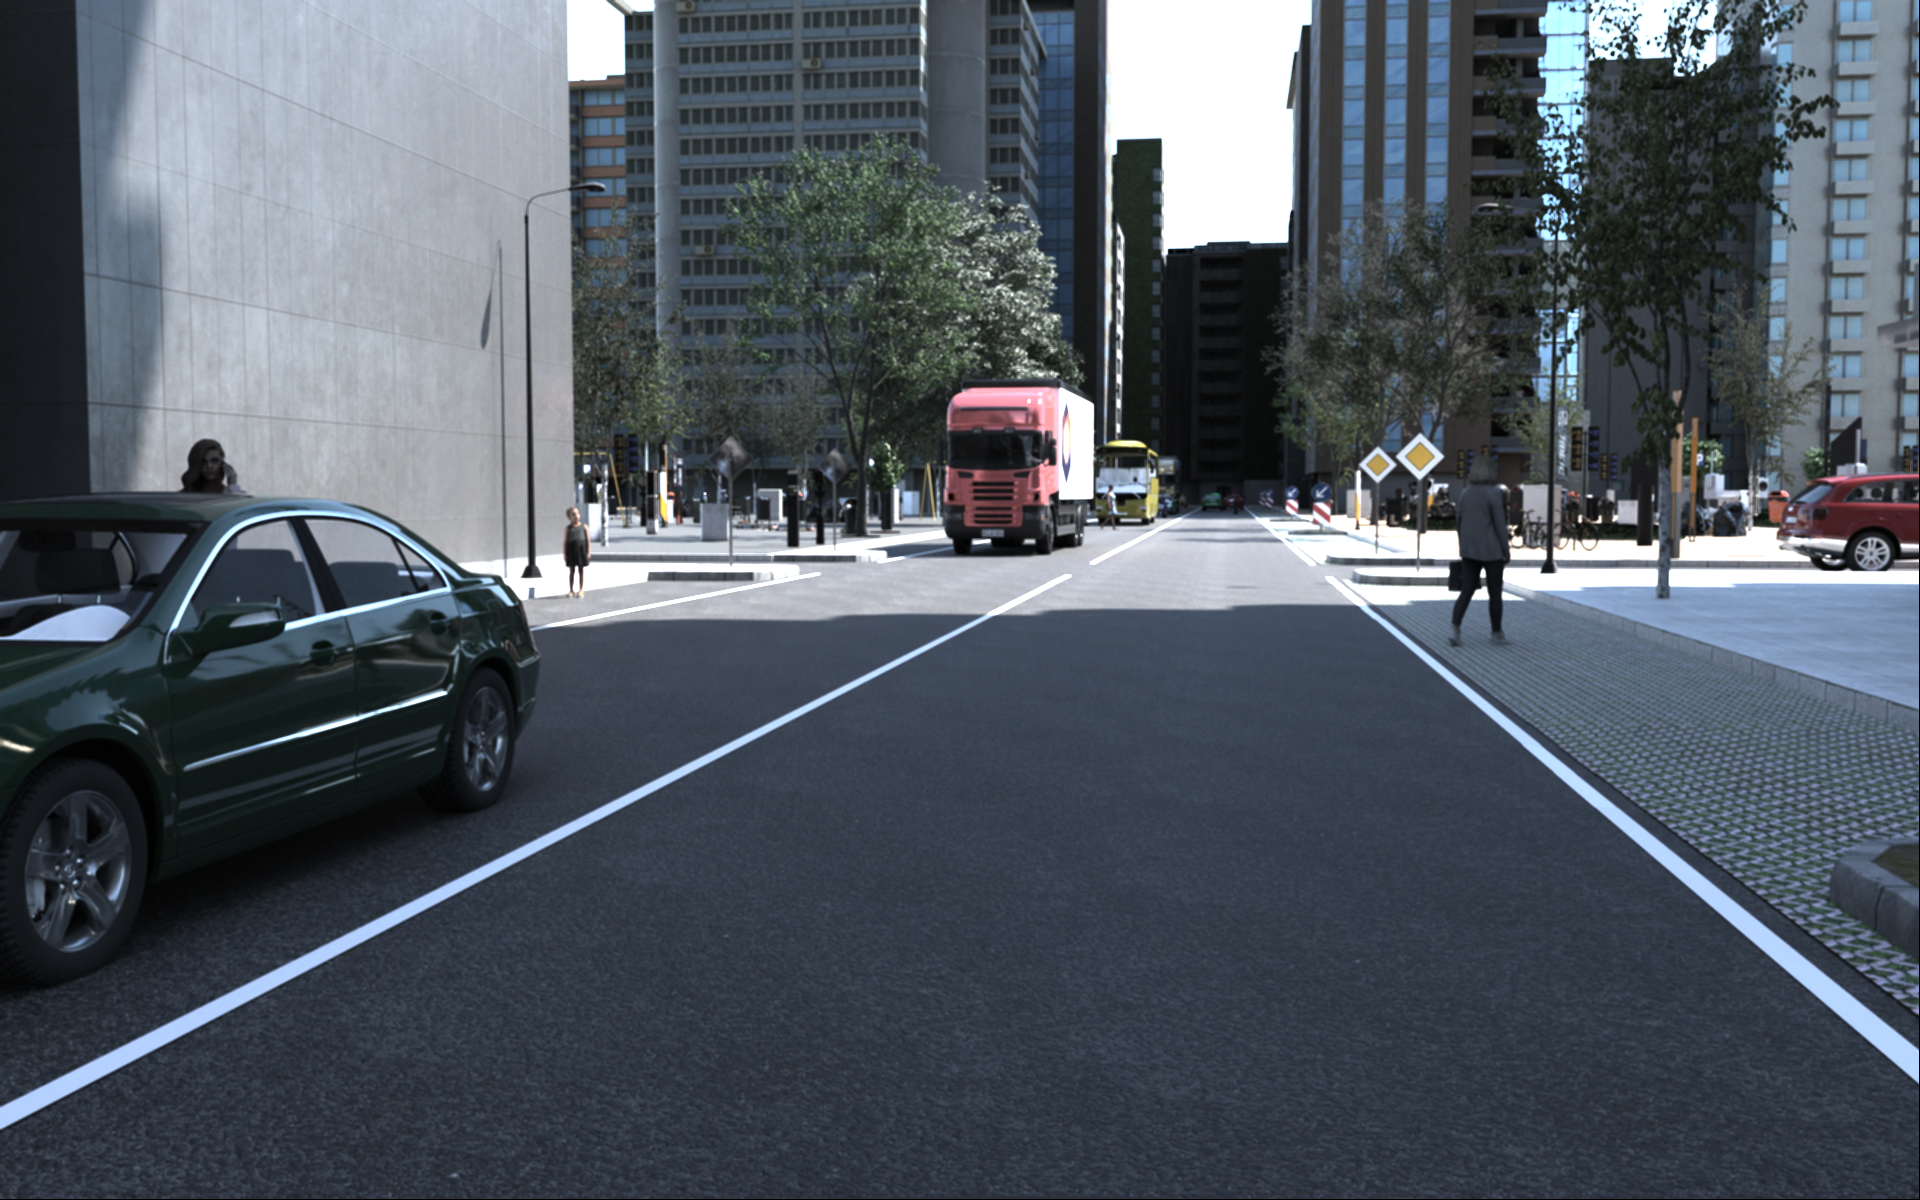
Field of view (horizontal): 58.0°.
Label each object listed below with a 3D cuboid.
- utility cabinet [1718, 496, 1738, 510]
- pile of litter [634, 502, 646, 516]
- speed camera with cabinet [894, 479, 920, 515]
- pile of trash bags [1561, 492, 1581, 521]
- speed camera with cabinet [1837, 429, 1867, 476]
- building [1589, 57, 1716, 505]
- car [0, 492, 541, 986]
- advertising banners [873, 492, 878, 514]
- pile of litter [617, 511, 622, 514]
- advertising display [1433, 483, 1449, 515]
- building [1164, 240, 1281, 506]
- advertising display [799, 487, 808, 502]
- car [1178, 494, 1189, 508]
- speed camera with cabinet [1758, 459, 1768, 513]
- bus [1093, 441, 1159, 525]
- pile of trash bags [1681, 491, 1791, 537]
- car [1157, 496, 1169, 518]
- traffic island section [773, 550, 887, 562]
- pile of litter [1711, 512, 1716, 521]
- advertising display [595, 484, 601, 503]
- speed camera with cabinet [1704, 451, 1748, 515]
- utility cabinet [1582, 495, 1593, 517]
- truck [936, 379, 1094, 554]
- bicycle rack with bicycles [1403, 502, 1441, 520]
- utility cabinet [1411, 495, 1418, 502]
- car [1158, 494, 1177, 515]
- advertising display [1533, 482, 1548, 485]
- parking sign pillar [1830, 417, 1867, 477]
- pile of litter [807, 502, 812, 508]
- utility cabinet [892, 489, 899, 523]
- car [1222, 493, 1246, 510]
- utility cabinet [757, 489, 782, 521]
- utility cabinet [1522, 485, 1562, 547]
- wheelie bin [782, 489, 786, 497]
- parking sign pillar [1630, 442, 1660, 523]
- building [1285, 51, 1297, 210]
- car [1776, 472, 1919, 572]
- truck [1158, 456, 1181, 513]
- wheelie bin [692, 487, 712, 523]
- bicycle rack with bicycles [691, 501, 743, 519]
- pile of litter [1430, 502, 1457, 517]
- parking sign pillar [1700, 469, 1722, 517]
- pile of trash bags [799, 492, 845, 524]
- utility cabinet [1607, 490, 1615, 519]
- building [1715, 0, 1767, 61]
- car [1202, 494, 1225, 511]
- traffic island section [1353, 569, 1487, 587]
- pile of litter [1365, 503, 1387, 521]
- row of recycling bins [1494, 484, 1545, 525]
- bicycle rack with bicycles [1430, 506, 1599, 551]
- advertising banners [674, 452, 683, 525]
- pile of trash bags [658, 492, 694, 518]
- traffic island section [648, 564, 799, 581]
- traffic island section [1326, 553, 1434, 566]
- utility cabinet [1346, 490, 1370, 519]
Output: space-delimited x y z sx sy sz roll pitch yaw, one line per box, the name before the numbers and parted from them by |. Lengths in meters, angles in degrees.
utility cabinet | 28.282 -3.221 63.825 0.306 1.237 1.020 0 4 -1
pile of litter | -19.216 -5.538 104.515 1.176 0.858 1.719 1 4 21
speed camera with cabinet | -3.306 -6.798 105.480 0.660 3.252 2.038 -3 5 -41
pile of trash bags | 26.326 -4.116 77.056 3.447 1.369 1.912 -2 4 -32
speed camera with cabinet | 27.918 -3.607 53.305 2.038 3.252 0.660 -2 4 -24
building | 76.123 -35.025 196.367 21.600 48.544 21.300 1 4 9
car | -3.251 0.314 6.670 2.131 1.459 4.920 1 4 9
advertising banners | -4.883 -7.120 112.606 2.074 3.025 0.090 3 5 41
pile of litter | -22.422 -5.929 110.910 1.719 0.858 1.176 0 4 -6
advertising display | 28.408 -5.942 102.365 0.974 1.923 0.123 0 4 -7
building | 30.786 -26.224 200.468 14.107 30.474 14.160 1 4 9
advertising display | -10.448 -6.655 114.030 0.974 1.923 0.123 -2 4 -28
car | 23.477 -10.720 185.496 2.015 1.641 3.980 1 4 9
speed camera with cabinet | 44.979 -6.384 98.713 2.038 3.252 0.660 -1 4 -10
bus | 8.087 -5.616 83.361 2.896 3.916 12.252 1 4 8
pile of trash bags | 23.283 -2.594 52.169 1.912 1.369 3.447 -3 4 -37
car | 11.654 -5.637 104.744 1.945 1.354 3.894 0 4 8
traffic island section | -2.759 -0.952 37.848 2.009 0.180 2.903 1 4 9
pile of litter | 37.089 -4.277 83.901 1.176 0.858 1.719 -3 5 -42
advertising display | -22.314 -6.227 107.024 0.123 1.923 0.974 0 4 8
speed camera with cabinet | 34.700 -5.142 78.403 0.660 3.252 2.038 -2 4 -25
utility cabinet | 35.803 -5.365 98.878 0.306 1.237 1.020 2 4 35
truck | 1.643 -3.408 44.627 2.839 4.237 11.283 1 4 10
bicycle rack with bicycles | 22.489 -4.301 83.704 2.852 0.926 2.925 0 4 1
utility cabinet | 26.549 -5.512 101.287 0.306 1.237 1.020 0 4 8
car | 13.987 -6.611 119.888 2.131 1.459 4.920 1 4 10
advertising display | 30.874 -5.293 91.752 0.974 1.923 0.123 0 4 7
parking sign pillar | 31.412 -4.452 61.269 1.447 3.967 1.447 -1 4 -15
pile of litter | -9.151 -5.376 101.859 1.176 0.858 1.719 3 4 38
utility cabinet | -2.968 -4.171 76.876 0.318 1.500 1.173 0 4 7
car | 24.890 -9.083 157.547 2.155 1.783 4.494 1 4 9
utility cabinet | -9.015 -4.484 81.999 1.173 1.500 0.318 1 4 20
utility cabinet | 14.125 -2.039 42.020 0.318 1.500 1.173 -1 4 -15
wheelie bin | -11.175 -6.044 106.726 0.980 1.594 0.693 1 4 11
parking sign pillar | 30.514 -5.412 76.952 1.447 3.967 1.447 -3 4 -38
building | 52.432 -37.579 203.650 27.495 52.752 28.713 1 4 9
car | 17.579 -1.371 31.086 5.304 1.827 2.281 0 4 7
truck | 15.257 -8.671 130.681 2.839 4.237 11.283 1 4 9
wheelie bin | -11.365 -4.187 76.367 0.980 1.594 0.693 3 5 44
bicycle rack with bicycles | -12.334 -4.669 89.721 2.925 0.926 2.852 -3 5 -41
pile of litter | 25.893 -4.717 91.083 1.719 0.858 1.176 3 5 44
parking sign pillar | 41.340 -6.541 95.415 1.447 3.967 1.447 -2 4 -26
pile of trash bags | -6.136 -4.070 76.301 1.912 1.369 3.447 3 5 44
utility cabinet | 33.047 -4.849 87.963 0.318 1.500 1.173 1 4 16
building | 96.974 -46.126 192.414 20.611 71.187 20.563 1 4 9
car | 21.731 -8.551 148.600 1.959 1.807 4.718 1 4 10
traffic island section | 7.474 -0.361 28.185 2.009 0.180 2.903 1 4 9
pile of litter | 20.213 -4.278 83.914 1.176 0.858 1.719 1 4 18
row of recycling bins | 22.651 -3.939 71.515 3.534 1.692 1.069 3 4 38
bicycle rack with bicycles | 12.920 -1.628 39.994 2.852 0.926 2.925 -1 4 -13
advertising banners | -11.897 -4.704 73.095 0.090 3.025 2.074 0 4 0
pile of trash bags | -15.804 -5.248 95.550 1.912 1.369 3.447 -1 4 -17
traffic island section | -3.981 -0.469 29.956 2.009 0.180 2.903 1 4 9
traffic island section | 8.695 -0.844 36.076 2.009 0.180 2.903 1 4 9
utility cabinet | 20.589 -4.944 89.518 1.173 1.500 0.318 1 4 9
